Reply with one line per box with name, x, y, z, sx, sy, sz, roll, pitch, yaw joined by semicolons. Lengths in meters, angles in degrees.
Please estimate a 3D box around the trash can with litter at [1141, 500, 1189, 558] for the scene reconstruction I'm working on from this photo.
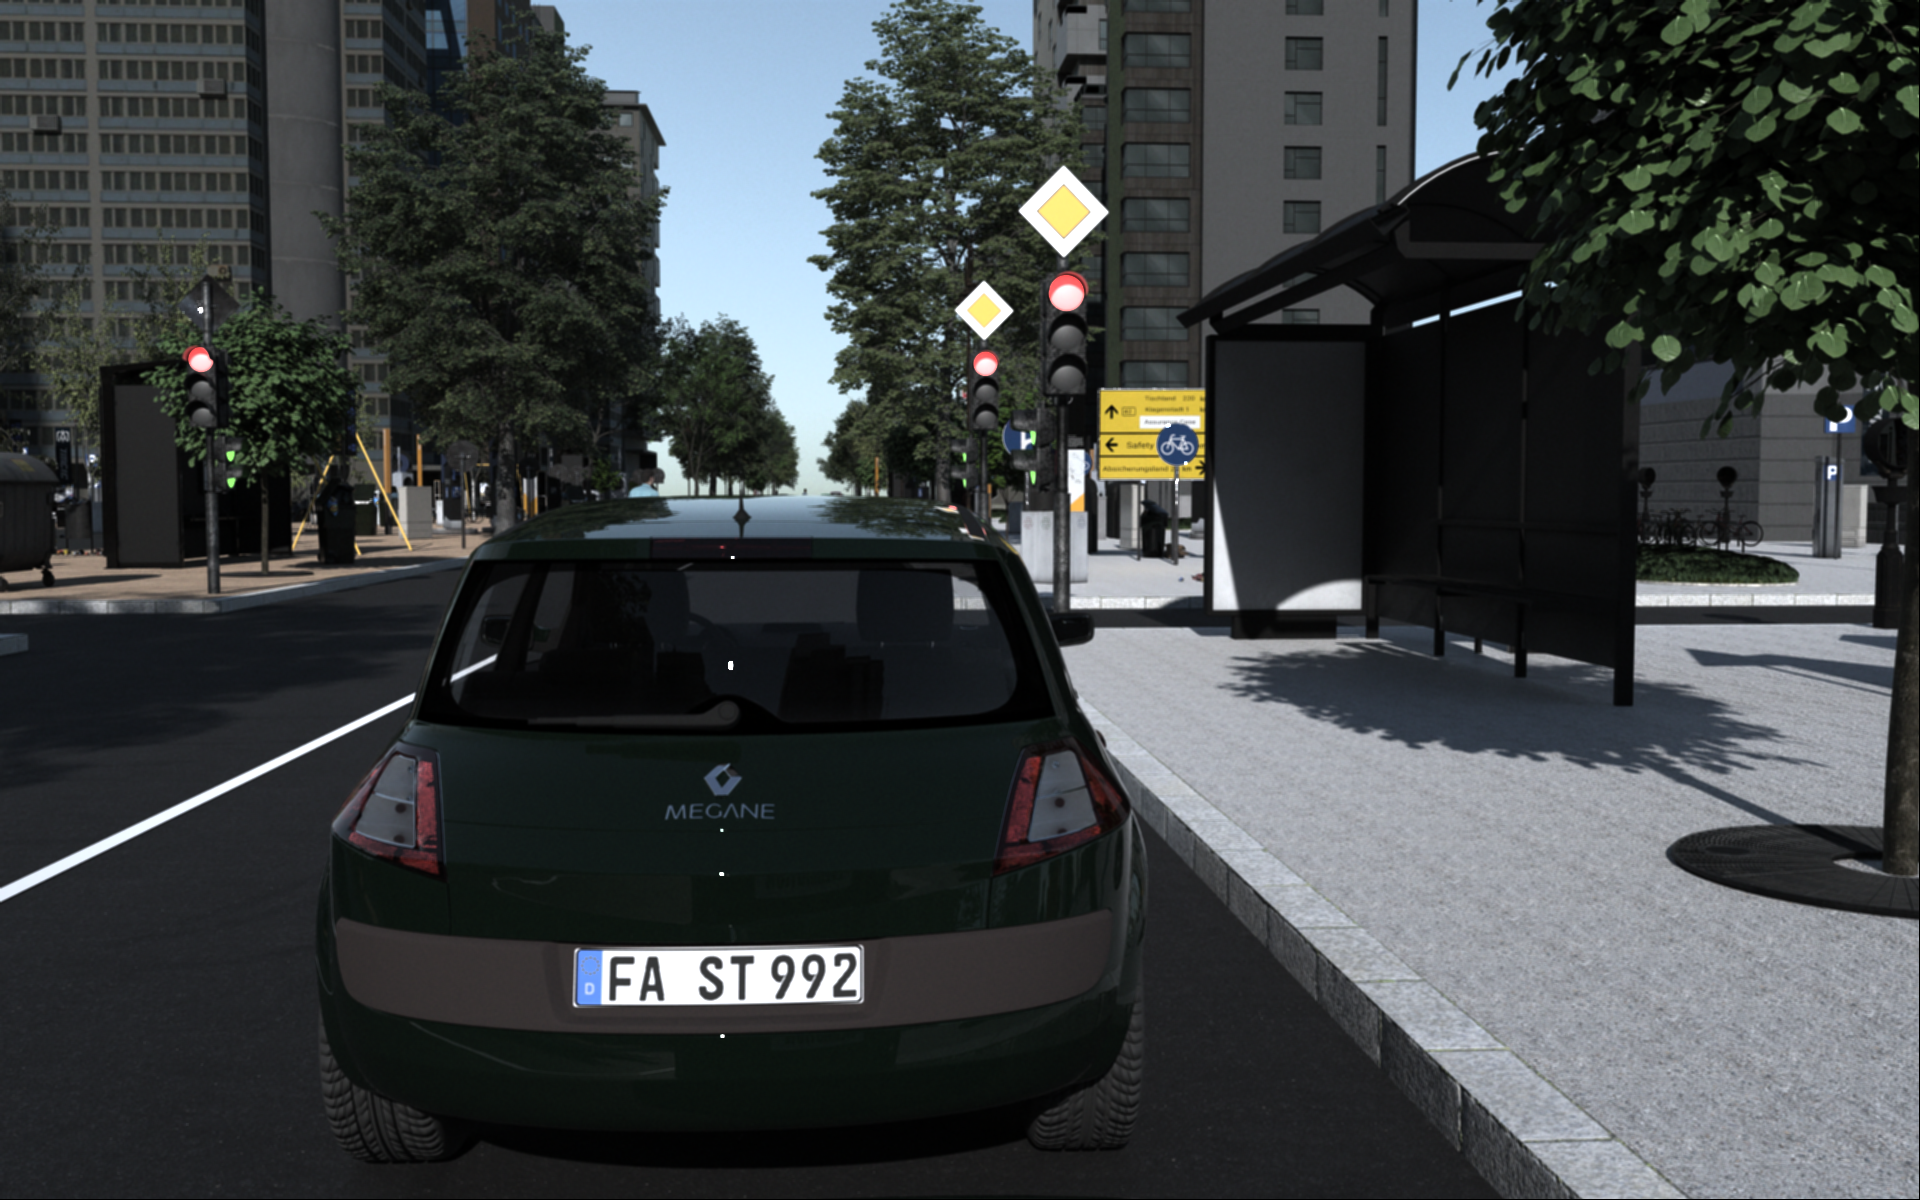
trash can with litter;4.127;-1.439;34.912;1.055;1.170;0.624;3;5;39

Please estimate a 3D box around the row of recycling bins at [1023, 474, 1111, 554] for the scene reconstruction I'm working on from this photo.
row of recycling bins;2.210;-1.823;36.921;1.069;1.692;3.534;1;4;19

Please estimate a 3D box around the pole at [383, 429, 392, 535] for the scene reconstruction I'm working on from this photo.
pole;-17.884;-3.686;54.101;0.158;3.312;0.155;0;3;0

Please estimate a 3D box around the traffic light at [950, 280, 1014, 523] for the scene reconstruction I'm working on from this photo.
traffic light;0.295;-2.079;22.910;0.839;4.253;0.868;0;4;-4

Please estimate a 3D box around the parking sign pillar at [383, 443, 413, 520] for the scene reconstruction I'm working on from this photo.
parking sign pillar;-26.796;-5.759;82.627;1.447;3.967;1.447;-1;4;-20

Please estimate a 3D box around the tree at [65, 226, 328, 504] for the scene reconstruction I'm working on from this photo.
tree;-21.196;-5.989;48.275;4.737;8.622;4.395;0;3;0

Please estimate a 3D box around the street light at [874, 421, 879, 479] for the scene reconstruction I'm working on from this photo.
street light;-5.241;-8.214;107.091;0.468;5.910;1.993;0;4;-4

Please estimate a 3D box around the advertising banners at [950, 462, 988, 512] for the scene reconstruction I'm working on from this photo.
advertising banners;0.100;-3.634;55.604;2.074;3.025;0.090;-3;5;-42

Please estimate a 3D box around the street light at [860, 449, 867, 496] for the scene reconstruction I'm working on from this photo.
street light;-7.594;-10.238;140.180;0.468;5.910;1.993;0;4;-4

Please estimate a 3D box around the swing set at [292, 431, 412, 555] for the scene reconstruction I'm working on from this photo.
swing set;-13.985;-2.463;37.894;2.862;2.851;3.119;0;4;4

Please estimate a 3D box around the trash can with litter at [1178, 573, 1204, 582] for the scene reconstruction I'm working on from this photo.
trash can with litter;4.026;-0.890;25.614;1.678;1.210;2.233;0;4;-7

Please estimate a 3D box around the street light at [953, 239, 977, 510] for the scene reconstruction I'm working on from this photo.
street light;0.157;-3.597;31.593;0.468;5.910;1.993;0;4;-4

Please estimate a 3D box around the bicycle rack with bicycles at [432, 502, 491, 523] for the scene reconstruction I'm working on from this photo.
bicycle rack with bicycles;-22.079;-3.834;76.068;2.925;0.926;2.852;-3;5;-40

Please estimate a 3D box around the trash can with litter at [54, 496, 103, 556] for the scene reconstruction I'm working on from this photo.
trash can with litter;-18.169;-1.553;36.441;2.233;1.210;1.678;0;4;-6

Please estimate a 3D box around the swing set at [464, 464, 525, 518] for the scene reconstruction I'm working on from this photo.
swing set;-24.477;-5.707;90.933;3.119;2.851;2.862;0;4;-4

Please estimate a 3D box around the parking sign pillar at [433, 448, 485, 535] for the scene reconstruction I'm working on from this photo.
parking sign pillar;-15.989;-4.045;54.615;1.447;3.967;1.447;-2;4;-28

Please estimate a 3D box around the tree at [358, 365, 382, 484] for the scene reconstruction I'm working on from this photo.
tree;-32.845;-8.676;92.217;4.737;8.622;4.395;0;3;0

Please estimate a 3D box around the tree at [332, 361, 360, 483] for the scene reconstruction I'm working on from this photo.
tree;-26.773;-7.151;67.284;4.737;8.622;4.395;0;3;0

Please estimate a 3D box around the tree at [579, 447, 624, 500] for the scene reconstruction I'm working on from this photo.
tree;-14.677;-4.711;71.622;1.663;3.219;1.824;0;3;0

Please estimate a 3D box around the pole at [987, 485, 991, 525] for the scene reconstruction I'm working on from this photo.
pole;1.087;-4.401;65.807;0.158;3.312;0.155;0;3;0

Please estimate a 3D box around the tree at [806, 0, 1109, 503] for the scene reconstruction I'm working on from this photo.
tree;-0.125;-7.436;39.710;7.486;12.596;7.792;0;3;0

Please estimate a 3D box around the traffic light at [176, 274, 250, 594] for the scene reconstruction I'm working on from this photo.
traffic light;-9.590;-2.035;22.192;0.839;4.253;0.868;0;4;-4

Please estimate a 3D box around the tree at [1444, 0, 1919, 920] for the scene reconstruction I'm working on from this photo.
tree;3.118;-1.343;5.666;4.285;4.588;4.351;0;3;0

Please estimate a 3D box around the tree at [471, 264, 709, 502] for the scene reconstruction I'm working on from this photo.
tree;-13.934;-7.975;64.811;8.767;10.594;7.601;-2;4;-31

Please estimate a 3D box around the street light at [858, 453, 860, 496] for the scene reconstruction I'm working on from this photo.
street light;-9.909;-12.279;173.553;0.468;5.910;1.993;0;4;-4

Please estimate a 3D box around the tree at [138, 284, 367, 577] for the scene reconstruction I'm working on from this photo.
tree;-11.052;-2.661;27.218;4.285;4.588;4.351;0;3;0

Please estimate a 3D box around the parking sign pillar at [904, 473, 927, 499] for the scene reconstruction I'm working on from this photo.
parking sign pillar;-1.832;-5.094;71.754;1.447;3.967;1.447;2;4;26

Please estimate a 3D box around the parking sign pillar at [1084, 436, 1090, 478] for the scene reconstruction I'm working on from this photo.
parking sign pillar;5.918;-5.659;80.995;1.447;3.967;1.447;-1;4;-16

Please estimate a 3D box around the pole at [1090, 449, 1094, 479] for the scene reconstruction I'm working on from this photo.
pole;6.005;-5.194;78.769;0.158;3.312;0.155;0;3;0

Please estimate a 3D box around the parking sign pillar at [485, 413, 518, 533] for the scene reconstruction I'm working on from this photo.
parking sign pillar;-15.059;-4.199;57.120;1.447;3.967;1.447;-3;4;-37

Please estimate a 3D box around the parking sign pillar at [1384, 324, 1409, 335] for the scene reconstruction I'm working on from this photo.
parking sign pillar;6.572;-2.228;24.902;1.447;3.967;1.447;3;5;42

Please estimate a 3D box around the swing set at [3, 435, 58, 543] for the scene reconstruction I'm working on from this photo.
swing set;-25.365;-2.852;44.243;2.862;2.851;3.119;0;4;3

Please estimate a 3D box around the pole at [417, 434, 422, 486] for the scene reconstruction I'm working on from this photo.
pole;-18.470;-3.999;59.224;0.158;3.312;0.155;0;3;0

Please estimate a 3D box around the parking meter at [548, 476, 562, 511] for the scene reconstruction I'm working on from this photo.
parking meter;-13.280;-3.125;56.806;0.399;1.863;0.255;0;4;2

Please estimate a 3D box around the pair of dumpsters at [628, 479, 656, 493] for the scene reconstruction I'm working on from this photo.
pair of dumpsters;-17.088;-5.488;92.226;1.574;2.255;4.437;0;4;-4

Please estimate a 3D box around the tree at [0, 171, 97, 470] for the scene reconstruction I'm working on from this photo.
tree;-18.072;-4.942;31.159;4.360;8.622;3.978;0;3;0

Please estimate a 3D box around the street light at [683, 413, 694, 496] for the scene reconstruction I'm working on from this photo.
street light;-15.490;-7.716;98.942;0.468;5.910;1.993;0;4;-4

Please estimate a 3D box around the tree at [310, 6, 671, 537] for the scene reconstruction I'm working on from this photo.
tree;-12.463;-8.595;47.179;9.857;13.997;8.962;0;3;0

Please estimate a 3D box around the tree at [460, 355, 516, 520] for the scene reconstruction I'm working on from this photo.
tree;-23.632;-8.222;84.796;4.360;8.622;3.978;0;3;0

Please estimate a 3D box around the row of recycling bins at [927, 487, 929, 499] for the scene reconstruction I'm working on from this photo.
row of recycling bins;-1.656;-5.394;95.298;1.069;1.692;3.534;1;4;15

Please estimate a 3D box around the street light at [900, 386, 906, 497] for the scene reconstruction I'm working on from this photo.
street light;-2.166;-5.604;64.416;0.468;5.910;1.993;0;4;-4

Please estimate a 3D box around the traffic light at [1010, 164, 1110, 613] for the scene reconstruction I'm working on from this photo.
traffic light;0.864;-1.592;14.945;0.839;4.253;0.868;0;4;-4

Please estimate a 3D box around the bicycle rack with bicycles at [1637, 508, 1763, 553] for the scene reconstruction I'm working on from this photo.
bicycle rack with bicycles;16.127;-1.530;38.390;2.852;0.926;2.925;1;4;14

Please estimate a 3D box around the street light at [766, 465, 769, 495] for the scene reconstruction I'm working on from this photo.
street light;-23.784;-14.804;214.835;0.468;5.910;1.993;0;4;-4

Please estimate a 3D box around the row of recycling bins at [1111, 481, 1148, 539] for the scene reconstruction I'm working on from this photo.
row of recycling bins;4.826;-2.673;50.822;1.069;1.692;3.534;0;4;-2

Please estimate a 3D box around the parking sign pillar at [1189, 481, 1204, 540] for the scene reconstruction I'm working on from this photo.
parking sign pillar;7.266;-3.721;49.306;1.447;3.967;1.447;3;4;36

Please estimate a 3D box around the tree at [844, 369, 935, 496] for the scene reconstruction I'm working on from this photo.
tree;-3.122;-8.410;87.867;4.360;8.622;3.978;0;3;0

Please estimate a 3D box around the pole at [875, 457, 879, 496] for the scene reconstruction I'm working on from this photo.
pole;-4.599;-6.235;95.781;0.158;3.312;0.155;0;3;0
